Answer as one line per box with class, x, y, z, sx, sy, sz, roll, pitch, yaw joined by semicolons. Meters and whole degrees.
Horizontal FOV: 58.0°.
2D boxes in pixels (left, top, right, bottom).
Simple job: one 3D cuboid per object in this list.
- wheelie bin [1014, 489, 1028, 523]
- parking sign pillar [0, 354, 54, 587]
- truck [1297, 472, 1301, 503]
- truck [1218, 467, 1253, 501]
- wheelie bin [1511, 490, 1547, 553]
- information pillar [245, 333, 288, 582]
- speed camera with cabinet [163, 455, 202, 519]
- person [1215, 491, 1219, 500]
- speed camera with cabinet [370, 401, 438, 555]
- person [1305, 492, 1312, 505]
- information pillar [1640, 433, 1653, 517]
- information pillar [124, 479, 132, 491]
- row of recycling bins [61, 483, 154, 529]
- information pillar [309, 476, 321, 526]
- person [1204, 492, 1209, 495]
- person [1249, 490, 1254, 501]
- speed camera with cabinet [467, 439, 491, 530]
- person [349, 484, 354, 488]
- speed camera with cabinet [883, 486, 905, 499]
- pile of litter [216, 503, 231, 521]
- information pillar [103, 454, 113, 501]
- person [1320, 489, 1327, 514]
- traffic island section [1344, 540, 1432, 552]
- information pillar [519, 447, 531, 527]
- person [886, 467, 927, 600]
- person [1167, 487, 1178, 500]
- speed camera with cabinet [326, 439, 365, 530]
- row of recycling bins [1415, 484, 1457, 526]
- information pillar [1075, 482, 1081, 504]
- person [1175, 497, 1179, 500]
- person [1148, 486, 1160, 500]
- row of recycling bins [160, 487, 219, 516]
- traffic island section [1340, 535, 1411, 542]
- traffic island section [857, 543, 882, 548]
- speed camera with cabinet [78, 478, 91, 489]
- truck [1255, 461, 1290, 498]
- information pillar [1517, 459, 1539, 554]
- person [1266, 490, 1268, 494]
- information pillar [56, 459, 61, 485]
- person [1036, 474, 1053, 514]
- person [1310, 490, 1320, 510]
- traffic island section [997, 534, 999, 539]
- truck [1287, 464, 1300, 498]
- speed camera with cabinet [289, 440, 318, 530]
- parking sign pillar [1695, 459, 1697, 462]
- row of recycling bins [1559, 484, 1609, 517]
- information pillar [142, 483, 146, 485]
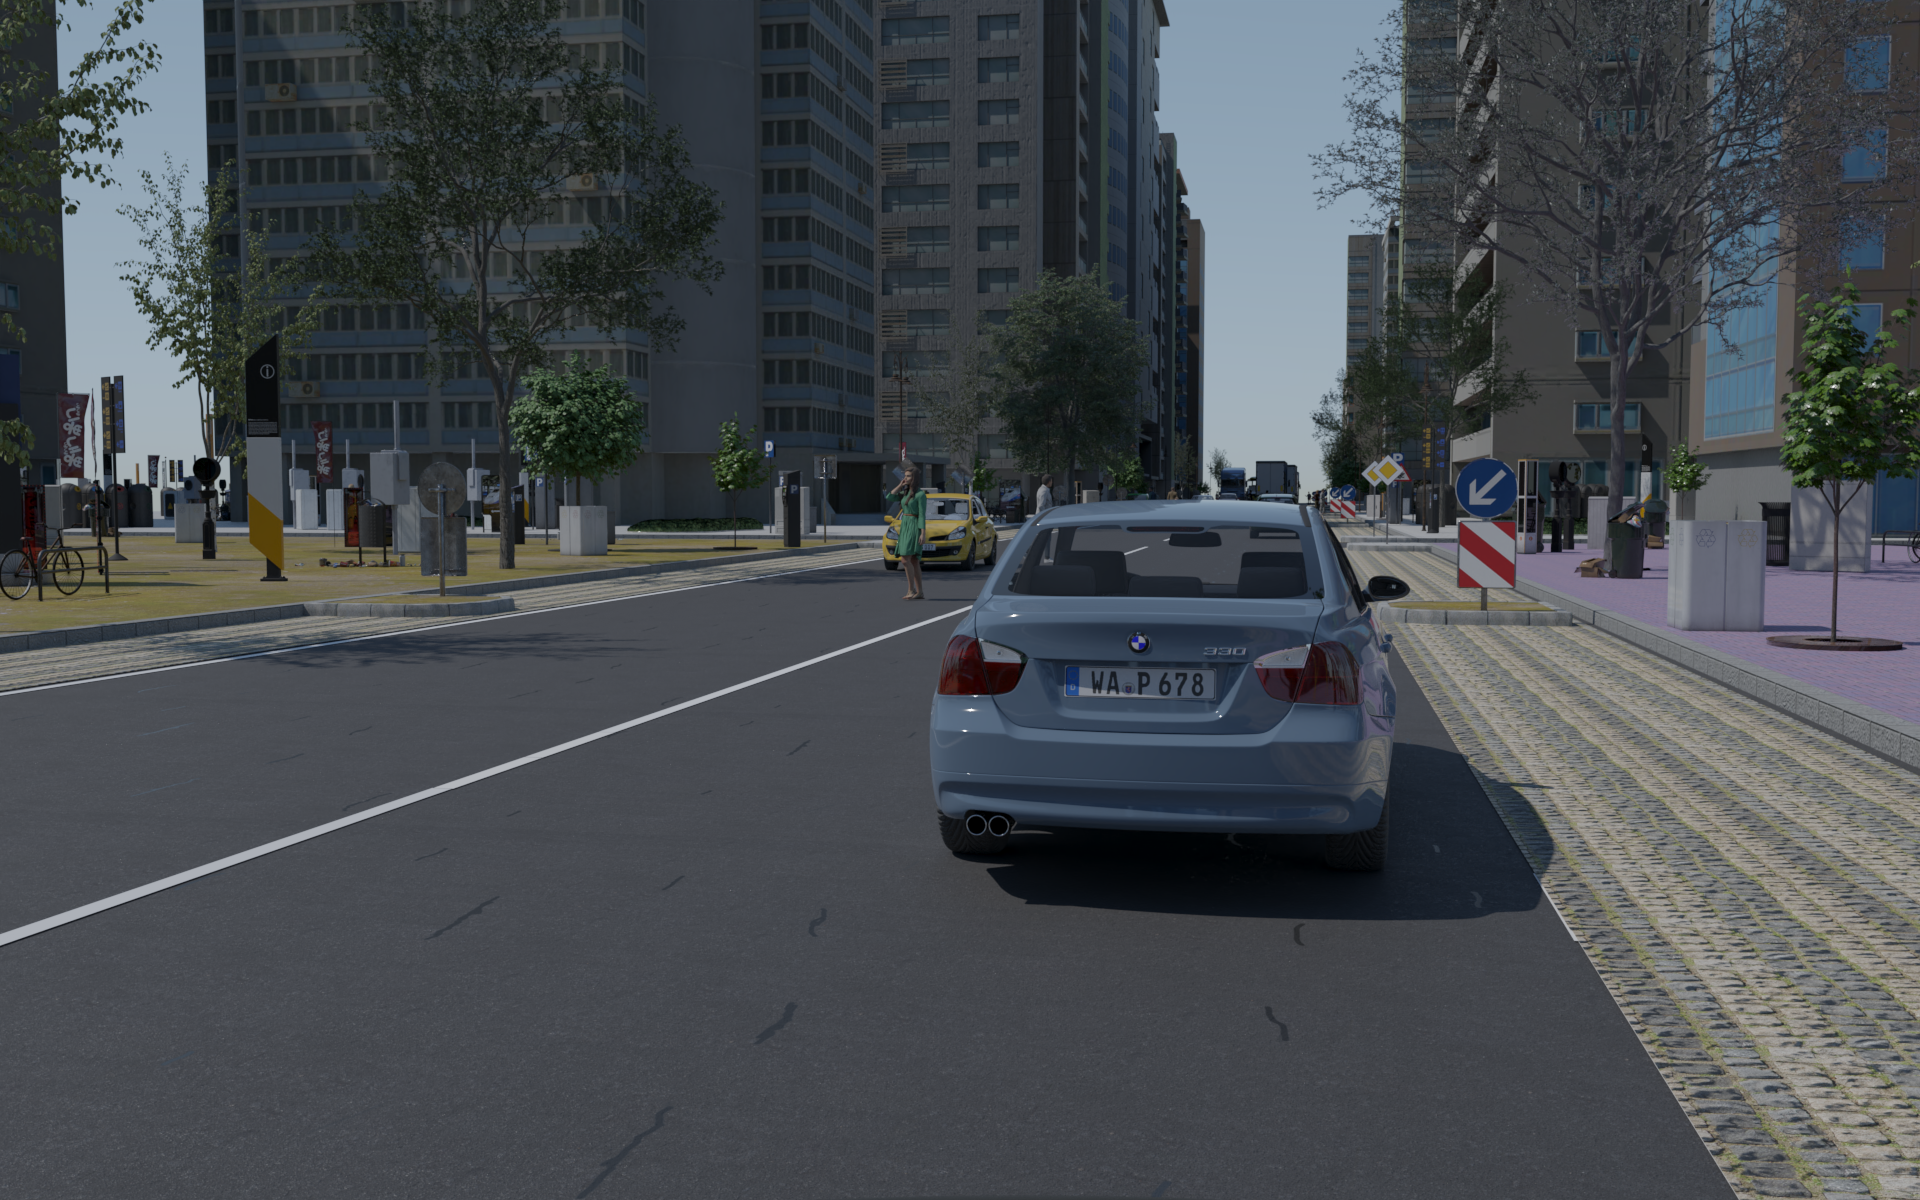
wheelie bin;2.611;-4.237;77.177;0.693;1.594;0.980;1;4;15
parking sign pillar;-13.632;-2.198;24.404;1.447;3.967;1.447;-3;5;-40
truck;42.256;-14.271;222.250;2.839;4.237;11.283;1;4;12
truck;28.966;-11.689;180.876;2.967;4.110;18.799;1;4;12
wheelie bin;12.445;-1.837;37.945;0.693;1.594;0.980;0;4;7
information pillar;-10.169;-2.080;25.359;0.504;3.616;0.183;0;4;-1
speed camera with cabinet;-39.327;-5.703;87.587;2.038;3.252;0.660;1;4;22
person;32.786;-12.978;220.693;0.705;1.824;1.348;-1;4;-16
speed camera with cabinet;-11.963;-2.635;37.420;0.660;3.252;2.038;1;4;11
person;44.363;-12.947;220.712;0.750;1.759;0.617;-3;4;-36
information pillar;26.256;-4.582;66.271;0.183;3.616;0.504;-1;4;-22
information pillar;-40.007;-4.822;83.324;0.304;2.012;0.304;-1;4;-10
row of recycling bins;-32.446;-3.581;65.660;1.069;1.692;3.534;3;4;38
information pillar;-25.961;-3.989;69.716;0.304;2.012;0.304;1;4;12
person;28.583;-11.711;200.782;0.742;1.727;0.445;2;4;27
person;26.030;-8.954;154.902;0.705;1.822;1.348;1;4;21
speed camera with cabinet;-16.803;-4.124;61.770;2.038;3.252;0.660;3;5;44
person;-18.470;-2.689;53.130;0.598;1.740;0.731;0;4;-3
speed camera with cabinet;-3.737;-6.044;93.150;2.038;3.252;0.660;1;4;23
pile of litter;-35.105;-4.169;82.126;1.176;0.858;1.719;2;4;31
information pillar;-37.505;-5.194;76.273;0.183;3.616;0.504;1;4;15
person;26.095;-7.070;124.289;0.583;1.804;0.606;1;4;19
traffic island section;10.935;-1.345;44.275;2.009;0.180;2.903;1;4;11
information pillar;-16.824;-4.617;66.835;0.183;3.616;0.504;1;4;20
person;-0.632;-0.896;23.395;0.600;1.795;0.529;3;5;39
person;12.491;-5.679;101.268;0.656;1.842;0.836;-1;4;-22
speed camera with cabinet;-22.001;-4.140;62.029;0.660;3.252;2.038;0;4;4
row of recycling bins;19.727;-3.964;71.925;1.069;1.692;3.534;0;4;-1
information pillar;6.999;-5.999;102.579;0.304;2.012;0.304;-1;4;-15
person;8.347;-3.298;66.695;0.640;1.303;0.475;3;5;44
person;9.656;-4.832;87.493;0.794;1.824;0.713;-2;4;-27
row of recycling bins;-45.267;-5.786;101.706;1.069;1.692;3.534;2;4;32
traffic island section;12.475;-1.824;52.111;2.009;0.180;2.903;1;4;11
traffic island section;-1.469;-1.494;46.708;2.009;0.180;2.903;1;4;11
speed camera with cabinet;-49.479;-6.314;97.562;0.660;3.252;2.038;-1;4;-13
truck;27.214;-9.906;150.880;2.839;4.237;11.283;1;4;12
information pillar;12.093;-1.983;36.908;0.304;2.012;0.304;-1;4;-15
person;23.592;-7.558;132.788;1.217;1.736;0.721;3;5;44
information pillar;-51.123;-6.534;98.184;0.183;3.616;0.504;-1;4;-8
person;1.671;-1.696;36.068;0.795;1.843;0.661;0;4;3
person;26.443;-7.311;128.554;1.217;1.766;0.721;-2;4;-30
traffic island section;0.071;-1.973;54.544;2.009;0.180;2.903;1;4;11
truck;31.724;-11.054;169.639;2.839;4.237;11.283;1;4;12
speed camera with cabinet;-23.820;-4.191;62.853;0.660;3.252;2.038;-2;4;-31
parking sign pillar;29.874;-4.916;68.848;1.447;3.967;1.447;1;4;18
row of recycling bins;25.005;-3.801;69.260;1.069;1.692;3.534;3;5;44
information pillar;-54.869;-6.845;116.399;0.304;2.012;0.304;-2;4;-28
